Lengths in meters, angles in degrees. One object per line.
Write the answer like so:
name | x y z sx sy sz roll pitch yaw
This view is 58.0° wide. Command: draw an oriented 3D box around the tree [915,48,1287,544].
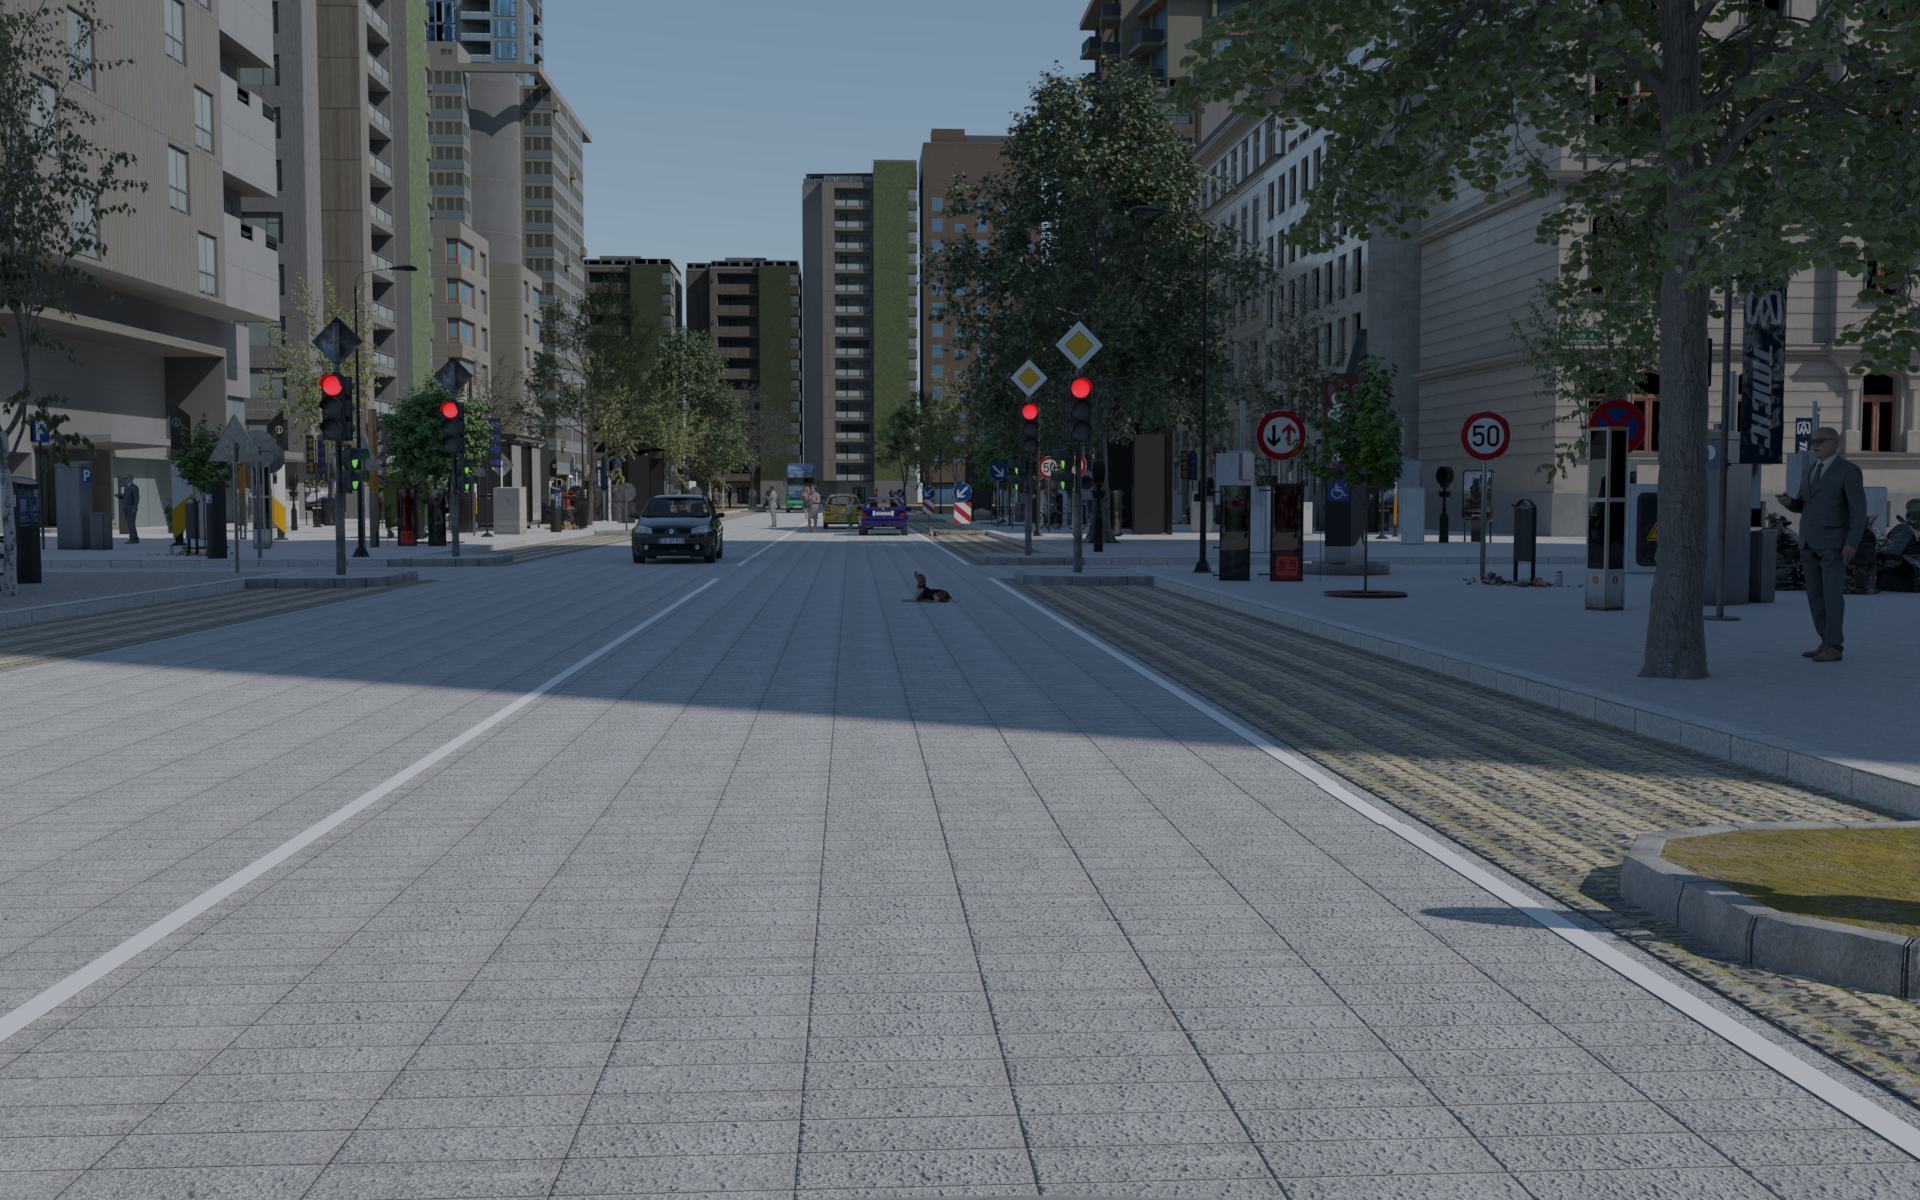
tree | 3.641 -7.838 45.157 9.611 12.733 9.660 0 3 0

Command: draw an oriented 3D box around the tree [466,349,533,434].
tree | -23.573 -8.343 86.772 4.360 8.622 3.978 0 3 0

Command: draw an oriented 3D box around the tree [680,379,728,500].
tree | -17.692 -9.539 106.318 4.737 8.622 4.395 0 3 0

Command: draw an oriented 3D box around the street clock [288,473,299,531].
street clock | -23.325 -3.429 60.635 0.358 2.002 0.471 0 4 -6

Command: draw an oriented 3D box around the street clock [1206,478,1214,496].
street clock | 11.033 -4.409 76.655 0.358 2.002 0.471 -1 4 -13

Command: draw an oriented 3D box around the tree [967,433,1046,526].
tree | 1.959 -5.306 70.466 4.285 4.588 4.351 0 3 0

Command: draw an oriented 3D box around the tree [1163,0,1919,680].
tree | 4.949 -5.757 12.256 7.486 12.596 7.792 0 3 0

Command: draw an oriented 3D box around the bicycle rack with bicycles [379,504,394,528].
bicycle rack with bicycles | -21.050 -3.199 65.680 2.852 0.926 2.925 -1 4 -22

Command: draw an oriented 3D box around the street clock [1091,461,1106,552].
street clock | 3.071 -2.069 38.397 0.358 2.002 0.471 0 4 -4

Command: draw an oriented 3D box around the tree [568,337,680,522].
tree | -15.924 -7.908 79.661 4.737 8.622 4.395 0 3 0

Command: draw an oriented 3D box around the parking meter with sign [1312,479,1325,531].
parking meter with sign | 12.719 -3.906 60.122 1.738 3.016 0.543 -1 4 -10

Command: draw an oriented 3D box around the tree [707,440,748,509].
tree | -20.615 -12.269 150.954 4.360 8.622 3.978 0 3 0

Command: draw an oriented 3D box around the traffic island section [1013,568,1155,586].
traffic island section | 1.949 -0.368 28.303 2.009 0.180 2.903 0 4 -4

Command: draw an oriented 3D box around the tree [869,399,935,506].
tree | -5.942 -15.959 186.682 9.928 11.665 9.643 0 3 0

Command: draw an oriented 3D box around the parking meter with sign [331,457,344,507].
parking meter with sign | -29.780 -5.293 82.798 0.543 3.016 1.738 -2 4 -24

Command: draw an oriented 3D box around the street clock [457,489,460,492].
street clock | -29.570 -5.982 102.383 0.471 2.002 0.358 3 5 40

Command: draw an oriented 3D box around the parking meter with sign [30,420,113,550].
parking meter with sign | -20.419 -2.669 39.898 1.738 3.016 0.543 1 4 10

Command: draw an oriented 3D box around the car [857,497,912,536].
car | -2.677 -2.965 61.062 1.945 1.354 3.894 0 4 -2

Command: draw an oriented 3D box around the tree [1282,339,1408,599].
tree | 5.170 -1.662 21.768 1.663 3.219 1.824 0 3 0

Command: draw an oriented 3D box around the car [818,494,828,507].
car | -14.138 -9.802 172.272 2.014 1.417 4.499 0 4 -2

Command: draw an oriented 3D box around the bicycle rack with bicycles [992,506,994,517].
bicycle rack with bicycles | 1.496 -5.094 96.670 2.925 0.926 2.852 -1 4 -10

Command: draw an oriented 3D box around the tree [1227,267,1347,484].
tree | 10.773 -6.511 56.822 4.360 8.622 3.978 0 3 0

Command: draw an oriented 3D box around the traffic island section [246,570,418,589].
traffic island section | -9.870 -0.324 27.575 2.009 0.180 2.903 0 4 -4

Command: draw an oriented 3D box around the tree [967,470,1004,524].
tree | 1.405 -4.895 74.633 1.663 3.219 1.824 0 3 0

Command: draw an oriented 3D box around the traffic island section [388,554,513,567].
traffic island section | -10.366 -0.811 35.545 2.009 0.180 2.903 0 4 -4

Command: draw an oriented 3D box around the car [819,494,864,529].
car | -4.896 -3.814 72.589 2.015 1.641 3.980 0 4 -4

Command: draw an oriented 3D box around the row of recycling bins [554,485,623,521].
row of recycling bins | -17.737 -4.595 82.237 3.534 1.692 1.069 0 4 6

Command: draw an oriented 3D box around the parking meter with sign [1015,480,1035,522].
parking meter with sign | 3.105 -5.149 80.451 0.543 3.016 1.738 2 4 28

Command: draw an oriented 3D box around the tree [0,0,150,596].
tree | -12.010 -4.341 21.344 4.360 8.622 3.978 0 3 0

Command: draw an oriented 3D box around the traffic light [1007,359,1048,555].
traffic light | 1.412 -2.889 36.157 0.839 4.253 0.868 0 4 -4

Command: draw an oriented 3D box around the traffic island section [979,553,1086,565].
traffic island section | 1.453 -0.856 36.273 2.009 0.180 2.903 0 4 -4

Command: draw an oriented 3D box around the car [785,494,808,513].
car | -12.350 -7.544 132.142 1.959 1.807 4.718 0 4 -4

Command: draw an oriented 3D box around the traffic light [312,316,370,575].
traffic light | -9.830 -2.356 27.443 0.839 4.253 0.868 0 4 -4

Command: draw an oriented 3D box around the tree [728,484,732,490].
tree | -18.480 -10.920 128.903 4.737 8.622 4.395 0 3 0

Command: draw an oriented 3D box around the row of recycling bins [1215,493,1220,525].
row of recycling bins | 11.309 -3.942 71.566 1.069 1.692 3.534 0 4 -7

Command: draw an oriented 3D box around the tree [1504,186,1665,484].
tree | 15.307 -5.547 41.059 4.737 8.622 4.395 0 3 0

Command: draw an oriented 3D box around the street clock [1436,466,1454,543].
street clock | 12.724 -2.503 45.500 0.358 2.002 0.471 -1 4 -22

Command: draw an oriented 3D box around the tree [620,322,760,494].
tree | -18.223 -12.161 115.834 9.611 12.733 9.660 0 3 0

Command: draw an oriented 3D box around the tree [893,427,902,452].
tree | -1.985 -10.817 127.220 4.737 8.622 4.395 0 3 0

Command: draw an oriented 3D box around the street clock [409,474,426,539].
street clock | -15.323 -2.717 48.995 0.471 2.002 0.358 2 4 30

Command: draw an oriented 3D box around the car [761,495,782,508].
car | -18.687 -9.882 171.794 2.015 1.641 3.980 0 4 -4

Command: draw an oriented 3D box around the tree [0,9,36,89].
tree | -11.215 -4.009 15.913 4.737 8.622 4.395 0 3 0

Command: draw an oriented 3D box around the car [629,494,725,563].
car | -6.035 -1.677 37.209 2.009 1.686 4.222 0 4 -5

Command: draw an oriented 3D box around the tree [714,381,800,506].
tree | -22.561 -16.948 187.477 12.009 13.543 11.850 0 3 0

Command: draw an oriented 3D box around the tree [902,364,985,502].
tree | -0.067 -9.049 98.319 4.737 8.622 4.395 0 3 0

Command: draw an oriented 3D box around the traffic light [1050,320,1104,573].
traffic light | 1.908 -2.402 28.187 0.839 4.253 0.868 0 4 -4

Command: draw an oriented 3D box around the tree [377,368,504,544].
tree | -13.628 -3.764 45.254 4.285 4.588 4.351 0 3 0

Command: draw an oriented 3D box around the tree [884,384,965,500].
tree | -3.111 -13.050 147.787 7.601 10.594 8.767 -2 4 -32

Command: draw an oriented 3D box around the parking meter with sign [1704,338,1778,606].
parking meter with sign | 8.845 -1.455 20.057 1.738 3.016 0.543 -3 4 -37

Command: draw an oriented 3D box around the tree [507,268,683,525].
tree | -14.905 -8.353 70.987 7.601 10.594 8.767 -1 4 -18

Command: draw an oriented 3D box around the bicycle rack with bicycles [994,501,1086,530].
bicycle rack with bicycles | 3.072 -3.019 62.750 2.852 0.926 2.925 -1 4 -14

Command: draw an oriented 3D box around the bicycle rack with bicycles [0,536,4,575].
bicycle rack with bicycles | -15.447 -0.758 25.770 2.925 0.926 2.852 -2 4 -34

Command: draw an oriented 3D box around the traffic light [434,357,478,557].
traffic light | -10.326 -2.844 35.413 0.839 4.253 0.868 0 4 -4
